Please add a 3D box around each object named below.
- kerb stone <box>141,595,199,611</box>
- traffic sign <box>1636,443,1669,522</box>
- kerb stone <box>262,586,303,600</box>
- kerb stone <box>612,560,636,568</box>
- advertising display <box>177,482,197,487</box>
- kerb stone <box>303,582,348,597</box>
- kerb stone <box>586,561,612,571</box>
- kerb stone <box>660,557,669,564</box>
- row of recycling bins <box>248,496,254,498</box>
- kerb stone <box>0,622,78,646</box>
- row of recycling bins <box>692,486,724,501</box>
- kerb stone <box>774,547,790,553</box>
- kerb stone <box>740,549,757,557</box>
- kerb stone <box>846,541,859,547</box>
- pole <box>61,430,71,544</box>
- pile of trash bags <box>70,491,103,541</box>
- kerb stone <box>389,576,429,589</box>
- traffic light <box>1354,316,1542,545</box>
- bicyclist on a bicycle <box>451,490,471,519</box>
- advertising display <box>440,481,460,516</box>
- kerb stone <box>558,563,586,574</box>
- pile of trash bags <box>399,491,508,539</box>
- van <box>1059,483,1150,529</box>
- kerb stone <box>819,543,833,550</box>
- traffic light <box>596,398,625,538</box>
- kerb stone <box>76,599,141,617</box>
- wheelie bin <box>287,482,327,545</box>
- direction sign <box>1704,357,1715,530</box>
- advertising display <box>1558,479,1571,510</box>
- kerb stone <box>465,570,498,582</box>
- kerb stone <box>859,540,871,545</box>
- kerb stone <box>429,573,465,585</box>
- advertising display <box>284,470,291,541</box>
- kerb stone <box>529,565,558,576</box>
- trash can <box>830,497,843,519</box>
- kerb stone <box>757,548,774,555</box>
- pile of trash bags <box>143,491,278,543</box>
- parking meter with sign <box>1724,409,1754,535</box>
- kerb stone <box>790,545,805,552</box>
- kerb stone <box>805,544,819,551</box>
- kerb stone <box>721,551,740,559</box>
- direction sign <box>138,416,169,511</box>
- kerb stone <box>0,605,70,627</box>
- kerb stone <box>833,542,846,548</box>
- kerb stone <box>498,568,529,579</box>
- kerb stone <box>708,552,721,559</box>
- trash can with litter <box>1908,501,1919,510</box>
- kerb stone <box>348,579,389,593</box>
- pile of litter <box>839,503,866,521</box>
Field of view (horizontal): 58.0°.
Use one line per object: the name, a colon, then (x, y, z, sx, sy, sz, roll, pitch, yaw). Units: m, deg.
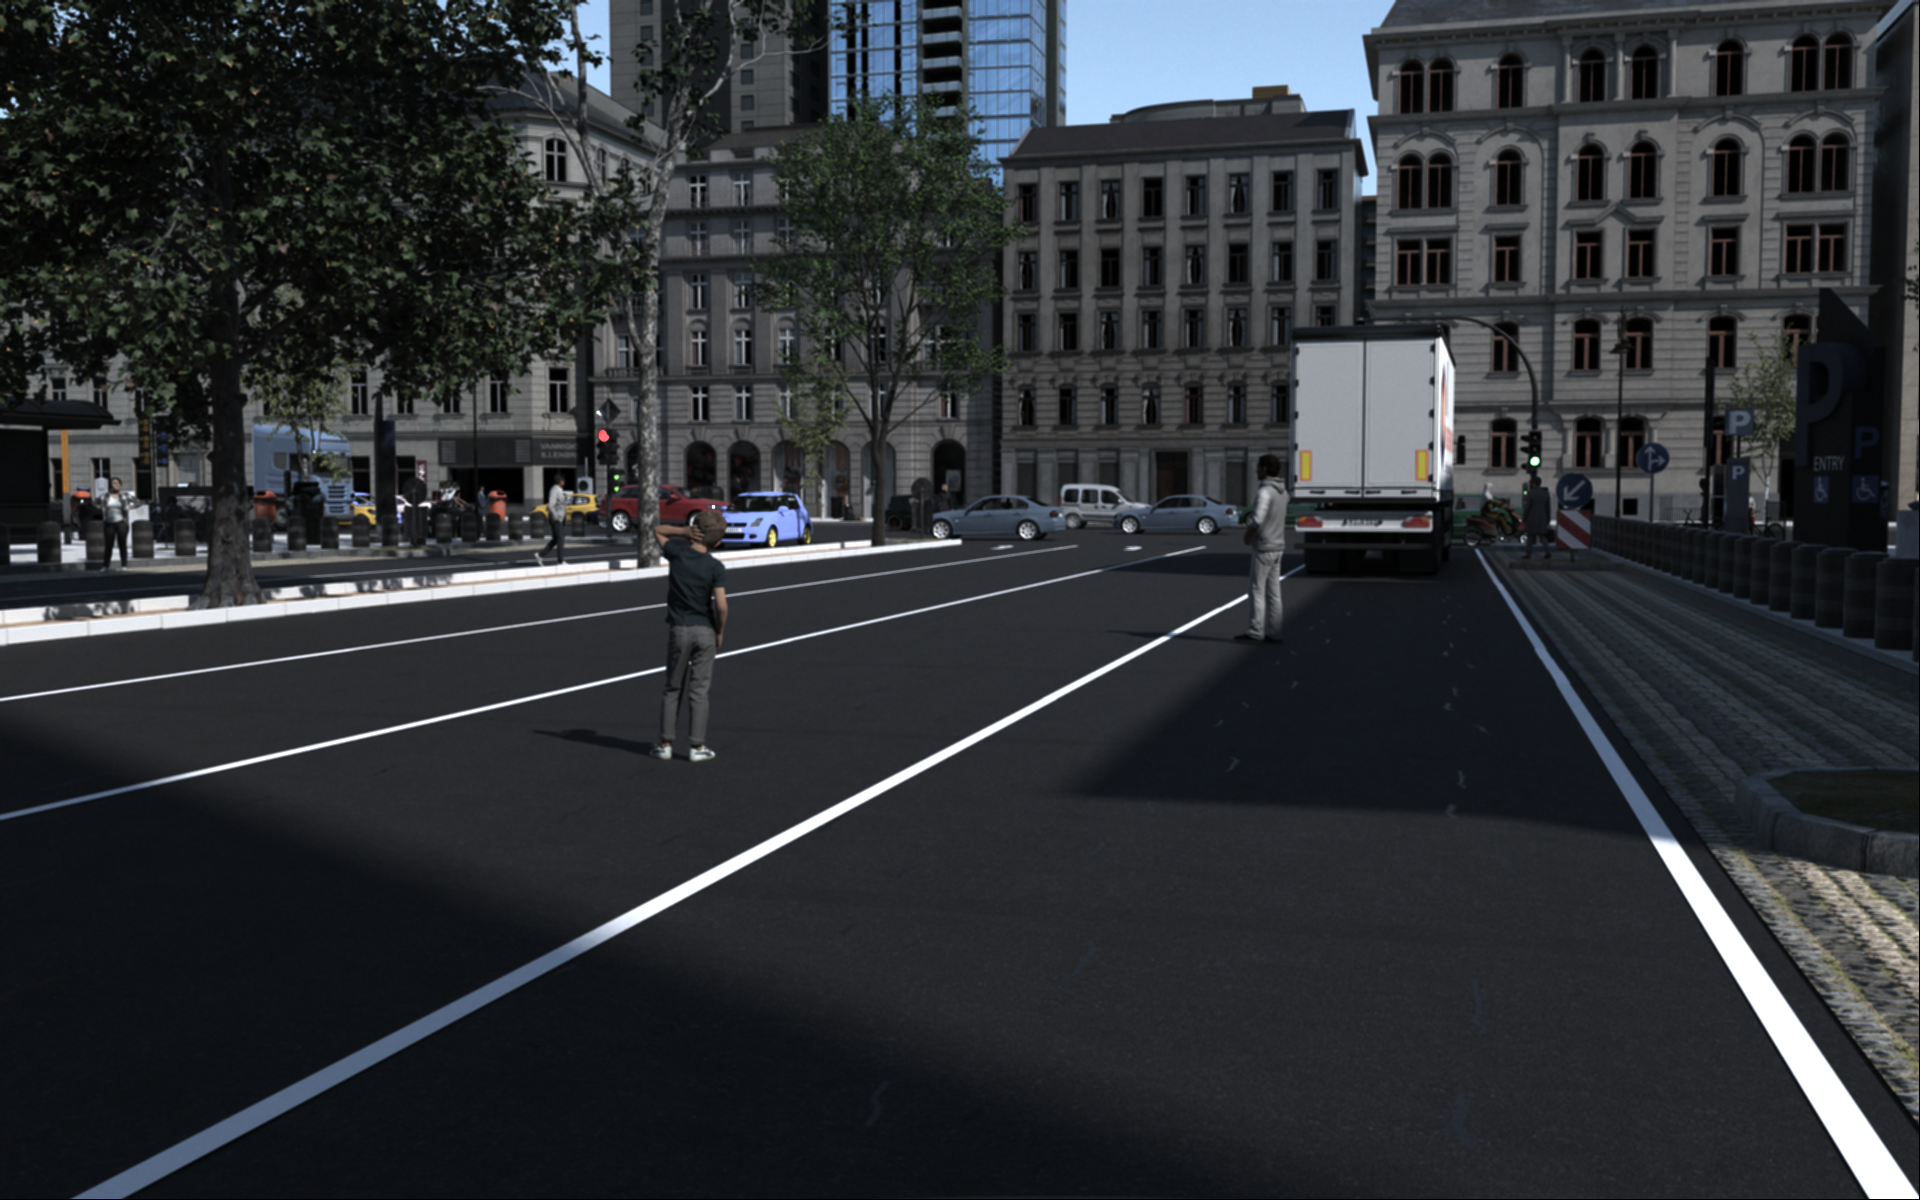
kerb stone: (-9.866, 0.043, 21.489, 0.120, 0.150, 1.000, 1, 4, 15)
traffic sign: (17.192, -2.626, 43.043, 0.768, 2.556, 0.104, 1, 4, 19)
kerb stone: (-9.306, -0.072, 23.471, 0.120, 0.150, 1.000, 1, 4, 15)
kerb stone: (-6.565, -0.684, 33.380, 0.120, 0.150, 1.000, 1, 4, 15)
advertising display: (-44.183, -5.732, 98.936, 0.974, 1.923, 0.123, -1, 4, -10)
kerb stone: (-9.038, -0.139, 24.461, 0.120, 0.150, 1.000, 1, 4, 15)
kerb stone: (-6.842, -0.623, 32.382, 0.120, 0.150, 1.000, 1, 4, 15)
kerb stone: (-6.013, -0.805, 35.371, 0.120, 0.150, 1.000, 1, 4, 15)
row of recycling bins: (-38.577, -5.496, 96.968, 3.534, 1.692, 1.069, 1, 4, 20)
kerb stone: (-8.957, 0.322, 16.928, 0.120, 0.150, 1.000, 1, 4, 15)
row of recycling bins: (-12.812, -4.946, 87.986, 1.069, 1.692, 3.534, -2, 4, -25)
kerb stone: (-4.366, -1.170, 41.332, 0.120, 0.150, 1.000, 1, 4, 15)
kerb stone: (-4.919, -1.044, 39.350, 0.120, 0.150, 1.000, 1, 4, 15)
kerb stone: (-2.985, -1.474, 46.297, 0.120, 0.150, 1.000, 1, 4, 15)
pole: (-22.746, -3.071, 44.059, 0.158, 3.312, 0.155, 0, 3, 0)
pile of trash bags: (-23.813, -2.362, 48.376, 3.447, 1.369, 1.912, 2, 4, 34)
kerb stone: (-8.487, -0.260, 26.441, 0.120, 0.150, 1.000, 1, 4, 15)
traffic light: (12.469, -4.258, 44.289, 4.771, 5.953, 1.251, 1, 4, 15)
bicyclist on a bicycle: (-20.591, -3.742, 71.196, 1.625, 1.676, 1.499, 1, 4, 15)
advertising display: (-25.287, -4.934, 85.884, 0.974, 1.923, 0.123, -1, 4, -16)
kerb stone: (-7.111, -0.562, 31.391, 0.120, 0.150, 1.000, 1, 4, 15)
pile of trash bags: (-14.674, -2.516, 50.893, 1.912, 1.369, 3.447, 2, 4, 32)
van: (6.120, -3.933, 71.318, 4.112, 2.044, 2.013, 1, 4, 16)
kerb stone: (-3.531, -1.353, 44.319, 0.120, 0.150, 1.000, 1, 4, 15)
traffic light: (-10.275, -3.779, 50.703, 0.839, 4.253, 0.868, 1, 4, 15)
kerb stone: (-10.139, 0.111, 20.496, 0.120, 0.150, 1.000, 1, 4, 15)
wheelie bin: (-16.467, -2.194, 43.785, 0.693, 1.594, 0.980, 3, 5, 43)
direction sign: (12.555, -2.268, 29.073, 0.379, 3.537, 0.876, 2, 4, 30)
advertising display: (26.338, -4.289, 75.337, 0.974, 1.923, 0.123, -3, 5, -39)
kerb stone: (-7.946, -0.381, 28.428, 0.120, 0.150, 1.000, 1, 4, 15)
kerb stone: (-2.715, -1.530, 47.289, 0.120, 0.150, 1.000, 1, 4, 15)
kerb stone: (-8.211, -0.320, 27.432, 0.120, 0.150, 1.000, 1, 4, 15)
advertising display: (-18.335, -2.572, 47.267, 0.123, 1.923, 0.974, -2, 4, -24)
kerb stone: (-7.396, -0.502, 30.405, 0.120, 0.150, 1.000, 1, 4, 15)
trash can: (-6.399, -4.793, 90.023, 0.748, 1.137, 0.748, 0, 3, 0)
kerb stone: (-4.643, -1.109, 40.338, 0.120, 0.150, 1.000, 1, 4, 15)
pile of trash bags: (-19.646, -2.224, 46.113, 3.447, 1.369, 1.912, 1, 4, 17)
parking meter with sign: (15.653, -2.363, 34.894, 0.543, 3.016, 1.738, 2, 4, 25)
kerb stone: (-4.079, -1.226, 42.318, 0.120, 0.150, 1.000, 1, 4, 15)
kerb stone: (-3.810, -1.292, 43.313, 0.120, 0.150, 1.000, 1, 4, 15)
kerb stone: (-5.180, -0.988, 38.357, 0.120, 0.150, 1.000, 1, 4, 15)
direction sign: (-23.253, -3.547, 49.986, 0.876, 3.537, 0.379, 0, 4, 6)
kerb stone: (-10.409, 0.165, 19.504, 0.120, 0.150, 1.000, 1, 4, 15)
kerb stone: (-3.258, -1.414, 45.308, 0.120, 0.150, 1.000, 1, 4, 15)
kerb stone: (-7.668, -0.441, 29.416, 0.120, 0.150, 1.000, 1, 4, 15)
kerb stone: (-5.463, -0.922, 37.361, 0.120, 0.150, 1.000, 1, 4, 15)
trash can with litter: (15.780, -1.009, 27.878, 0.624, 1.170, 1.055, -1, 4, -16)
kerb stone: (-8.770, -0.197, 25.452, 0.120, 0.150, 1.000, 1, 4, 15)
pile of litter: (-5.086, -4.161, 81.995, 1.176, 0.858, 1.719, -1, 4, -18)
